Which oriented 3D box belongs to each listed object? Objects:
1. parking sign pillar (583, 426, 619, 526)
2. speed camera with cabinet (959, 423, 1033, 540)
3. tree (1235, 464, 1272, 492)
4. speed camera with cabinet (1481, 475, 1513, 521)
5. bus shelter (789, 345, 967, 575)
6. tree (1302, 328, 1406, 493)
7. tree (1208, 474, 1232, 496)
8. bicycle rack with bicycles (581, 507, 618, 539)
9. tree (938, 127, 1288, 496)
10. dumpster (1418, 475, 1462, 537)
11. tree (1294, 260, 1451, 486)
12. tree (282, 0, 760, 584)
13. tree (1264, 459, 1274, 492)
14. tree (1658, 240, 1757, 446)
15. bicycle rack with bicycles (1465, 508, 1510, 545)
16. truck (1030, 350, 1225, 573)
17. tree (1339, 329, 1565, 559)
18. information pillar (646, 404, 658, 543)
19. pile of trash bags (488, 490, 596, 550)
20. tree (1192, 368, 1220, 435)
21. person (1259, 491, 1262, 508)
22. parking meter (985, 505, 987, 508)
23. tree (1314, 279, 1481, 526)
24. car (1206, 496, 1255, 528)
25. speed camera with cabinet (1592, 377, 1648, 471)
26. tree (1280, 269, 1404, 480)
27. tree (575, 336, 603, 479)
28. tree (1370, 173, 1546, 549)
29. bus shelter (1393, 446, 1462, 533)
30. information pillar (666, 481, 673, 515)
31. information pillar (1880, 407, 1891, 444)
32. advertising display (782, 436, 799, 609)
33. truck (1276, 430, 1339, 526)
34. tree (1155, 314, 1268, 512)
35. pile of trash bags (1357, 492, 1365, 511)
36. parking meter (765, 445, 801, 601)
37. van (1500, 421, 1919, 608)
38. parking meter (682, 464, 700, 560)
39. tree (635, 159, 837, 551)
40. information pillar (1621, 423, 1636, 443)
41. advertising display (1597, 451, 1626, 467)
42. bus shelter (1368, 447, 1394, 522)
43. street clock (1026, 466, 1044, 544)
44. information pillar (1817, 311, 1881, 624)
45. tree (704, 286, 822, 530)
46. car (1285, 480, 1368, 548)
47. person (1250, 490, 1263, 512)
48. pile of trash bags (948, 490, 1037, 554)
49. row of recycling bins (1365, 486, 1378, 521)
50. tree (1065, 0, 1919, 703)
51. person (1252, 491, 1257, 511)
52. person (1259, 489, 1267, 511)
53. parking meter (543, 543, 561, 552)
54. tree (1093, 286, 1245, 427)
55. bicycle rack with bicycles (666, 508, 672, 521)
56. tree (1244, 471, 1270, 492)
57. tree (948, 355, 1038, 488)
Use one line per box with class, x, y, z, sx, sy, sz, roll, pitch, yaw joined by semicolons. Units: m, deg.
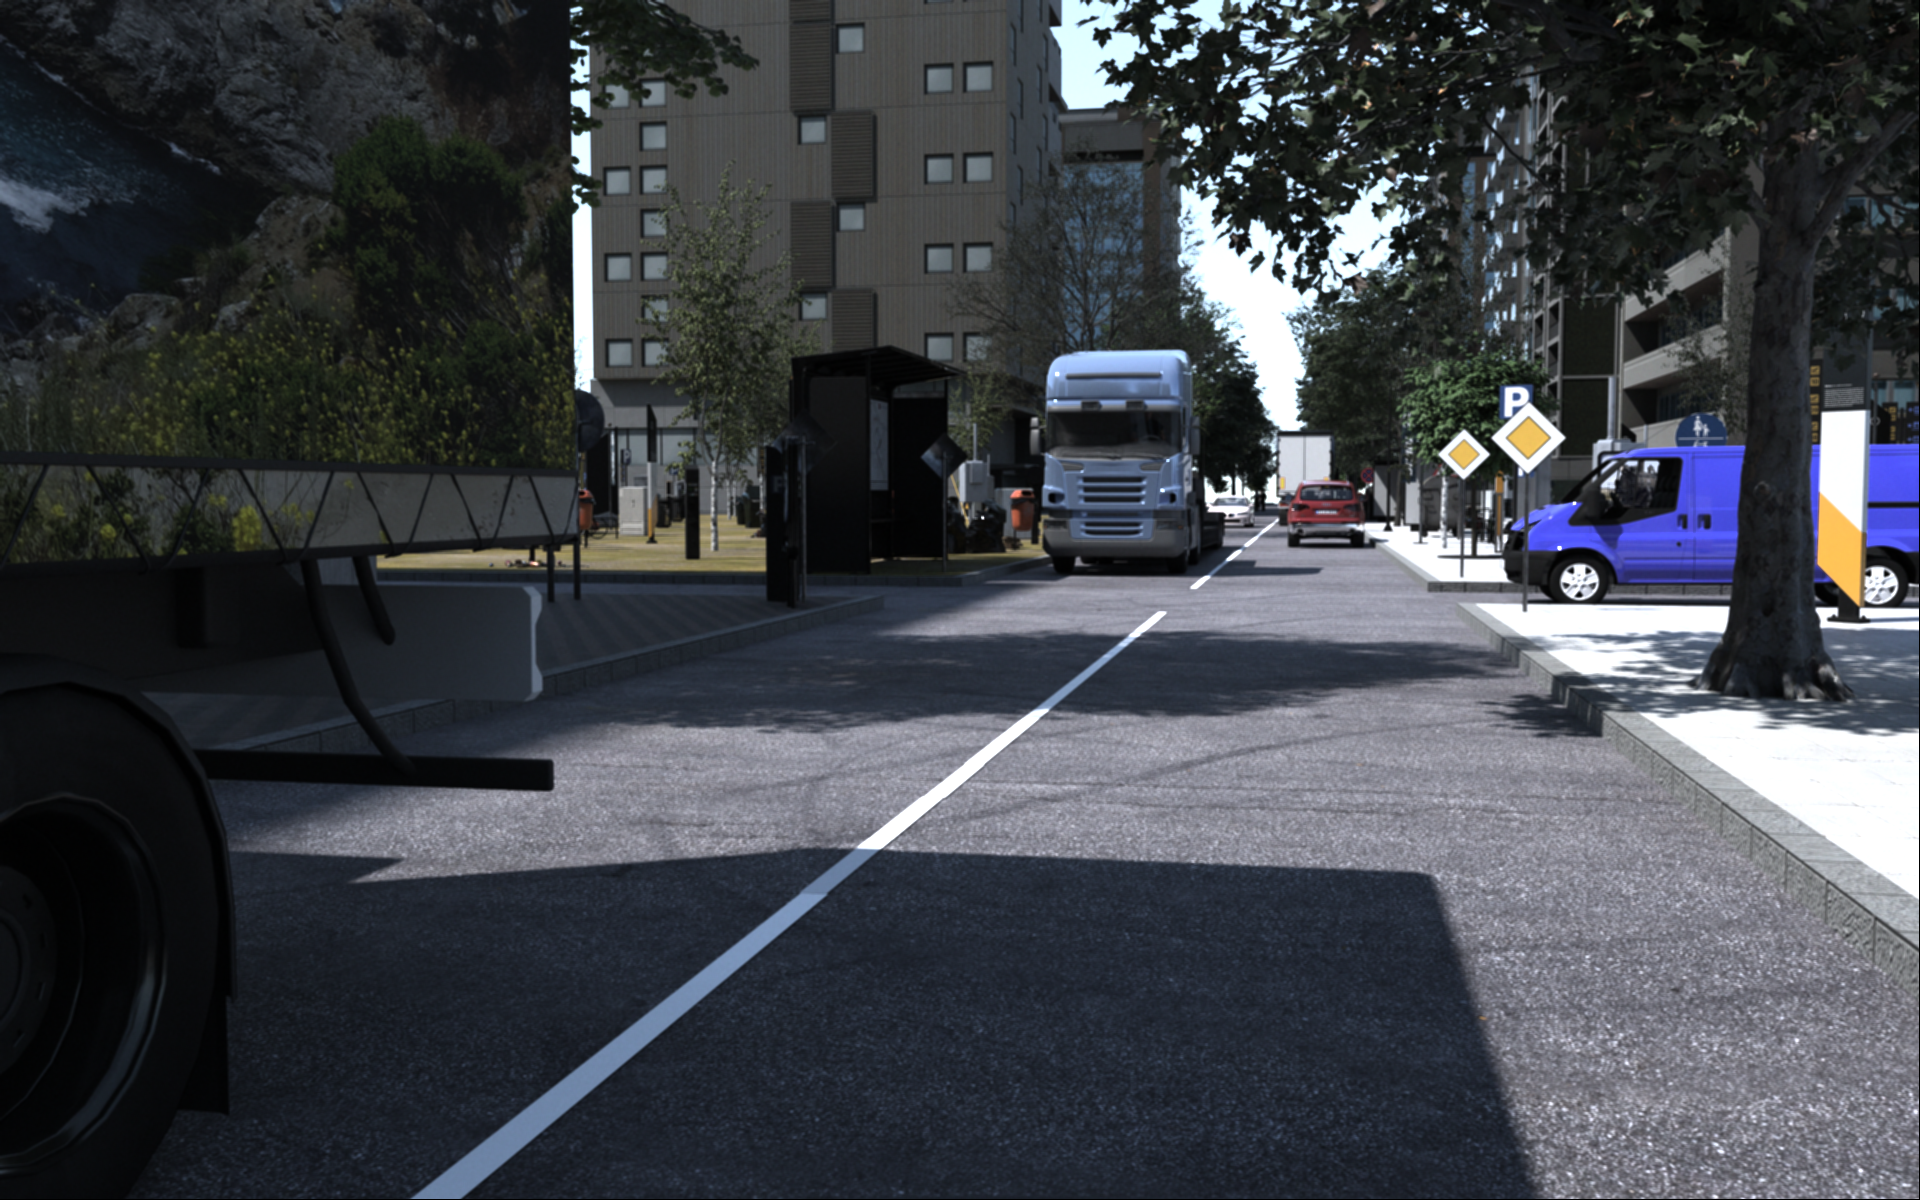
parking sign pillar;-14.233;-4.900;68.593;1.447;3.967;1.447;-2;4;-31
speed camera with cabinet;1.024;-3.327;48.733;2.038;3.252;0.660;-1;4;-19
tree;41.676;-17.853;242.264;4.737;8.622;4.395;0;3;0
speed camera with cabinet;25.609;-5.385;82.379;2.038;3.252;0.660;-3;5;-41
bus shelter;-1.324;-2.404;30.587;1.731;3.624;6.357;1;4;11
tree;26.908;-12.198;117.563;7.486;12.596;7.792;0;3;0
tree;19.092;-8.117;127.315;1.663;3.219;1.824;0;3;0
bicycle rack with bicycles;-11.308;-2.232;49.878;2.925;0.926;2.852;-3;4;-38
tree;4.460;-9.094;59.063;12.009;13.543;11.850;0;3;0
dumpster;14.401;-2.817;51.818;1.264;1.857;1.865;1;4;11
tree;22.140;-11.341;92.082;9.857;13.997;8.962;0;3;0
tree;-4.985;-5.739;11.958;7.486;12.596;7.792;0;3;0
tree;44.897;-18.764;257.146;4.360;8.622;3.978;0;3;0
tree;20.984;-5.869;46.317;4.360;8.622;3.978;0;3;0
bicycle rack with bicycles;14.254;-1.919;44.755;2.852;0.926;2.925;2;4;31
truck;4.267;-2.971;38.333;2.967;4.110;18.799;1;4;11
tree;10.427;-3.122;34.763;4.285;4.588;4.351;0;3;0
information pillar;-8.014;-3.286;45.088;0.183;3.616;0.504;1;4;11
pile of trash bags;-10.229;-1.890;40.654;3.447;1.369;1.912;0;4;7
tree;11.851;-8.781;93.925;4.737;8.622;4.395;0;3;0
person;30.728;-10.220;176.125;0.750;1.759;0.617;1;4;11
parking meter;1.579;-5.299;95.044;0.372;1.533;0.369;0;3;0
tree;17.706;-8.197;68.433;7.601;10.594;8.767;0;4;1
car;11.794;-3.854;75.371;2.083;1.381;4.827;1;4;12
speed camera with cabinet;11.441;-2.107;28.792;0.660;3.252;2.038;-1;4;-21
tree;33.420;-17.622;144.010;12.611;20.169;13.585;0;3;0
tree;-17.388;-7.660;75.605;4.360;8.622;3.978;0;3;0
tree;11.537;-5.532;40.807;4.360;8.622;3.978;0;3;0
bus shelter;15.513;-3.851;56.880;2.014;3.302;5.546;1;4;11
information pillar;-16.597;-5.780;98.996;0.304;2.012;0.304;0;4;8
information pillar;22.419;-3.117;42.312;0.504;3.616;0.183;3;5;45
advertising display;-1.938;-0.891;19.781;0.123;1.923;0.974;-1;4;-9
truck;16.368;-5.668;81.584;2.839;4.237;11.283;1;4;13
tree;16.730;-13.002;119.241;9.857;13.997;8.962;0;3;0
pile of trash bags;22.867;-5.366;97.489;1.912;1.369;3.447;2;4;28
parking meter;-2.113;-0.922;20.793;0.399;1.863;0.255;1;4;12
van;9.628;-1.077;21.988;5.245;2.365;2.240;1;4;13
parking meter;-5.256;-1.730;33.990;0.255;1.863;0.399;-1;4;-14
tree;-5.460;-5.431;39.156;4.737;8.622;4.395;0;3;0
information pillar;21.866;-4.001;56.775;0.504;3.616;0.183;1;4;15
advertising display;10.037;-1.266;25.907;0.974;1.923;0.123;1;4;16
bus shelter;19.409;-5.123;77.690;2.014;3.302;5.546;1;4;11
street clock;1.916;-2.425;44.221;0.471;2.002;0.358;0;4;4
information pillar;8.845;-1.586;17.283;0.183;3.616;0.504;-2;4;-30
tree;-6.859;-6.822;61.910;4.360;8.622;3.978;0;3;0
car;10.145;-2.407;48.033;2.281;1.827;5.304;1;4;12
person;23.830;-7.953;139.258;1.217;1.736;0.721;3;5;41
pile of trash bags;0.287;-1.740;38.200;3.447;1.369;1.912;-3;4;-38
row of recycling bins;20.381;-4.762;84.966;1.069;1.692;3.534;1;4;16
tree;5.254;-5.733;10.741;9.611;12.733;9.660;0;3;0
person;25.291;-8.508;148.390;0.721;1.735;1.217;-1;4;-13
person;25.127;-8.290;143.674;0.705;1.869;1.348;3;5;43
parking meter;-9.103;-2.014;38.636;0.399;1.863;0.255;0;4;3
tree;9.773;-9.682;84.056;9.928;11.665;9.643;0;3;0
bicycle rack with bicycles;-14.751;-4.259;83.010;2.852;0.926;2.925;0;4;-1
tree;37.395;-14.332;218.034;4.285;4.588;4.351;0;3;0
tree;0.762;-8.578;90.617;4.737;8.622;4.395;0;3;0
